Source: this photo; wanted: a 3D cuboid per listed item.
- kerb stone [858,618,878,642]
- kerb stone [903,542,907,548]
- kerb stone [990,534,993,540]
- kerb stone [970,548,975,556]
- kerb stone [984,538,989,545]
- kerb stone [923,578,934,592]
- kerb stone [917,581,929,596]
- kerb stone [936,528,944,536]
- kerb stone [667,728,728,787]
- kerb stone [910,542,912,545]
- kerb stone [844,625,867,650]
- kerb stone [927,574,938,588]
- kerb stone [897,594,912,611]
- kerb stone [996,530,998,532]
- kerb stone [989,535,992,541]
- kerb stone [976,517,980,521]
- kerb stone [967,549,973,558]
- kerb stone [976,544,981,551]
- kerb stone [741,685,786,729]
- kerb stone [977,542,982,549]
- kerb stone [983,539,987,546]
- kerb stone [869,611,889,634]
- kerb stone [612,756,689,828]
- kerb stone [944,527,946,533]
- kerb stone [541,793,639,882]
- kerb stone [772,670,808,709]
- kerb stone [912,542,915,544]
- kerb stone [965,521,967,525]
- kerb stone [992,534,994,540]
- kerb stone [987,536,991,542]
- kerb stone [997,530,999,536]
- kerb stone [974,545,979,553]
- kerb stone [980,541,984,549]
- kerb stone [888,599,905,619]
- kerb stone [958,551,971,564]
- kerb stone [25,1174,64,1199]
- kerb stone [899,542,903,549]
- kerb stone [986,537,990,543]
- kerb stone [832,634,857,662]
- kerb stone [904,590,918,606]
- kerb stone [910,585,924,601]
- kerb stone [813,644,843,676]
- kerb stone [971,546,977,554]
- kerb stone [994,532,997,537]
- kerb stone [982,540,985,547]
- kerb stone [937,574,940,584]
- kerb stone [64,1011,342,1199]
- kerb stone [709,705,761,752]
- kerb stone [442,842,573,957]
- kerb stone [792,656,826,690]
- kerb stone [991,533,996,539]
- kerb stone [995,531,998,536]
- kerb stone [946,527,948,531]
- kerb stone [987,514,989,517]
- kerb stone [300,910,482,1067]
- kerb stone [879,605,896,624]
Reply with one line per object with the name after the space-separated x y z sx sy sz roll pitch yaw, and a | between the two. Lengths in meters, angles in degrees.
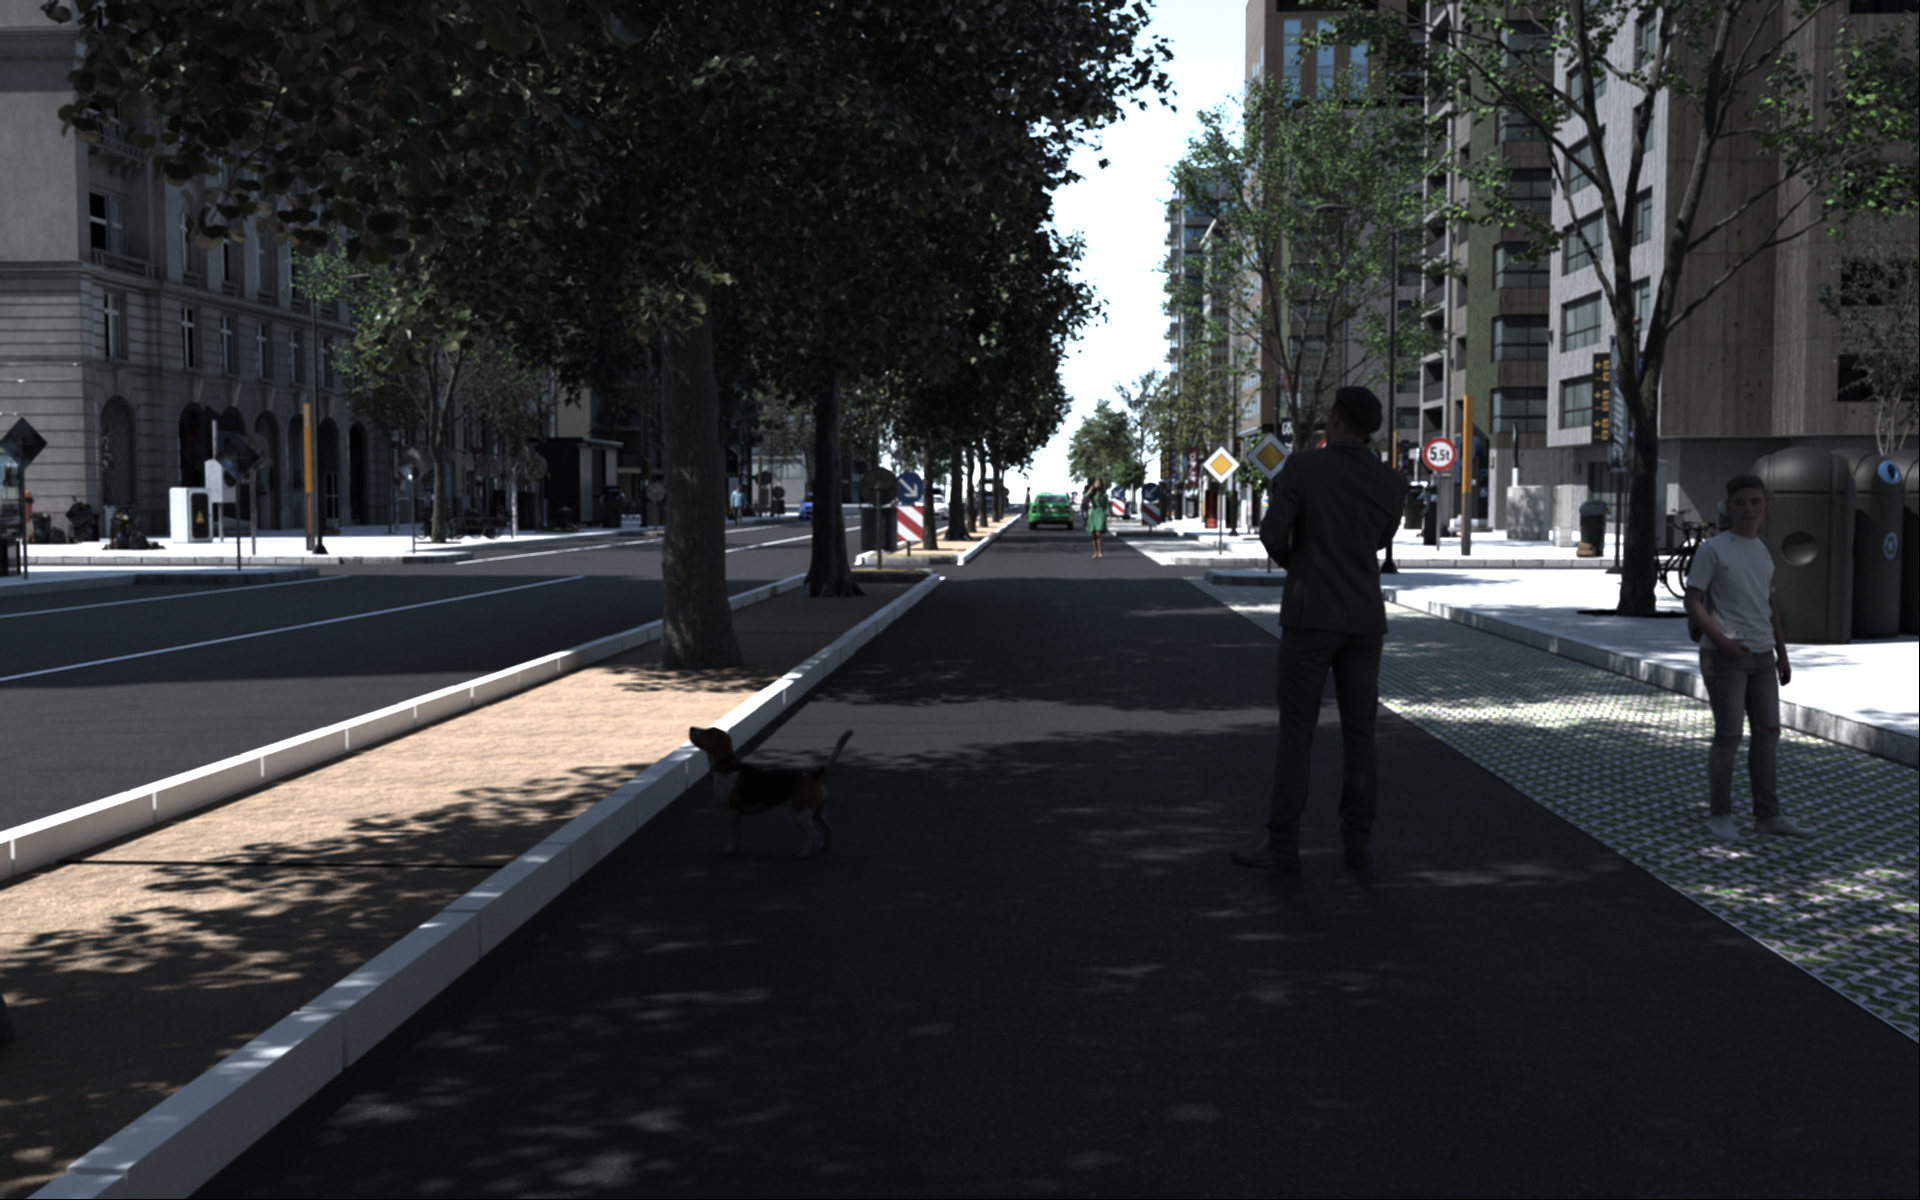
-0.940 0.311 17.113 0.120 0.150 1.000 0 4 3 | kerb stone
-1.521 -1.480 46.396 0.120 0.150 1.000 0 4 3 | kerb stone
0.836 -1.791 51.472 0.120 0.150 1.000 0 4 3 | kerb stone
0.210 -1.034 39.173 0.120 0.150 1.000 0 4 3 | kerb stone
0.635 -1.536 47.378 0.120 0.150 1.000 0 4 3 | kerb stone
-0.513 -0.182 25.301 0.120 0.150 1.000 0 4 3 | kerb stone
-0.570 -0.127 24.274 0.120 0.150 1.000 0 4 3 | kerb stone
-0.737 -2.420 61.758 0.120 0.150 1.000 0 4 3 | kerb stone
-1.358 0.815 8.913 0.120 0.150 1.000 0 4 3 | kerb stone
-1.470 -1.541 47.417 0.120 0.150 1.000 0 4 3 | kerb stone
-0.997 0.373 16.092 0.120 0.150 1.000 0 4 3 | kerb stone
-0.462 -0.252 26.321 0.120 0.150 1.000 0 4 3 | kerb stone
-0.722 0.061 21.202 0.120 0.150 1.000 0 4 3 | kerb stone
1.096 -2.103 56.577 0.120 0.150 1.000 0 4 3 | kerb stone
0.778 -1.728 50.451 0.120 0.150 1.000 0 4 3 | kerb stone
1.113 -4.607 97.595 0.120 0.150 1.000 0 4 3 | kerb stone
0.156 -0.975 38.140 0.120 0.150 1.000 0 4 3 | kerb stone
0.365 -1.223 42.259 0.120 0.150 1.000 0 4 3 | kerb stone
-1.251 0.687 10.961 0.120 0.150 1.000 0 4 3 | kerb stone
0.419 -1.290 43.283 0.120 0.150 1.000 0 4 3 | kerb stone
0.568 -1.478 46.358 0.120 0.150 1.000 0 4 3 | kerb stone
-0.877 0.248 18.133 0.120 0.150 1.000 0 4 3 | kerb stone
-1.413 0.875 7.892 0.120 0.150 1.000 0 4 3 | kerb stone
-0.687 -2.477 62.780 0.120 0.150 1.000 0 4 3 | kerb stone
-1.462 0.938 6.867 0.120 0.150 1.000 0 4 3 | kerb stone
-1.196 0.628 11.989 0.120 0.150 1.000 0 4 3 | kerb stone
-1.423 -1.593 48.438 0.120 0.150 1.000 0 4 3 | kerb stone
0.427 -3.798 84.289 0.120 0.150 1.000 0 4 3 | kerb stone
0.890 -1.849 52.493 0.120 0.150 1.000 0 4 3 | kerb stone
0.733 -1.666 49.429 0.120 0.150 1.000 0 4 3 | kerb stone
1.152 -2.158 57.602 0.120 0.150 1.000 0 4 3 | kerb stone
0.310 -1.164 41.224 0.120 0.150 1.000 0 4 3 | kerb stone
0.469 -1.352 44.303 0.120 0.150 1.000 0 4 3 | kerb stone
-0.773 0.123 20.181 0.120 0.150 1.000 0 4 3 | kerb stone
0.098 -0.910 37.115 0.120 0.150 1.000 0 4 3 | kerb stone
-1.662 1.190 2.774 0.120 0.150 1.000 0 4 3 | kerb stone
-1.633 -1.355 44.353 0.120 0.150 1.000 0 4 3 | kerb stone
0.682 -1.599 48.409 0.120 0.150 1.000 0 4 3 | kerb stone
-1.034 0.438 15.070 0.120 0.150 1.000 0 4 3 | kerb stone
-0.667 0.001 22.223 0.120 0.150 1.000 0 4 3 | kerb stone
-0.613 -0.065 23.252 0.120 0.150 1.000 0 4 3 | kerb stone
-1.090 0.498 14.049 0.120 0.150 1.000 0 4 3 | kerb stone
0.256 -1.101 40.202 0.120 0.150 1.000 0 4 3 | kerb stone
0.997 -1.978 54.535 0.120 0.150 1.000 0 4 3 | kerb stone
0.521 -1.415 45.330 0.120 0.150 1.000 0 4 3 | kerb stone
-0.406 -0.315 27.342 0.120 0.150 1.000 0 4 3 | kerb stone
-1.620 1.127 3.804 0.120 0.150 1.000 0 4 3 | kerb stone
-1.299 0.750 9.934 0.120 0.150 1.000 0 4 3 | kerb stone
-1.513 1.000 5.846 0.120 0.150 1.000 0 4 3 | kerb stone
-1.148 0.561 13.020 0.120 0.150 1.000 0 4 3 | kerb stone
0.944 -1.915 53.513 0.120 0.150 1.000 0 4 3 | kerb stone
1.049 -2.037 55.556 0.120 0.150 1.000 0 4 3 | kerb stone
-0.631 -2.542 63.800 0.120 0.150 1.000 0 4 3 | kerb stone
1.740 -5.358 109.878 0.120 0.150 1.000 0 4 3 | kerb stone
-1.564 1.065 4.825 0.120 0.150 1.000 0 4 3 | kerb stone
-0.835 0.187 19.155 0.120 0.150 1.000 0 4 3 | kerb stone
